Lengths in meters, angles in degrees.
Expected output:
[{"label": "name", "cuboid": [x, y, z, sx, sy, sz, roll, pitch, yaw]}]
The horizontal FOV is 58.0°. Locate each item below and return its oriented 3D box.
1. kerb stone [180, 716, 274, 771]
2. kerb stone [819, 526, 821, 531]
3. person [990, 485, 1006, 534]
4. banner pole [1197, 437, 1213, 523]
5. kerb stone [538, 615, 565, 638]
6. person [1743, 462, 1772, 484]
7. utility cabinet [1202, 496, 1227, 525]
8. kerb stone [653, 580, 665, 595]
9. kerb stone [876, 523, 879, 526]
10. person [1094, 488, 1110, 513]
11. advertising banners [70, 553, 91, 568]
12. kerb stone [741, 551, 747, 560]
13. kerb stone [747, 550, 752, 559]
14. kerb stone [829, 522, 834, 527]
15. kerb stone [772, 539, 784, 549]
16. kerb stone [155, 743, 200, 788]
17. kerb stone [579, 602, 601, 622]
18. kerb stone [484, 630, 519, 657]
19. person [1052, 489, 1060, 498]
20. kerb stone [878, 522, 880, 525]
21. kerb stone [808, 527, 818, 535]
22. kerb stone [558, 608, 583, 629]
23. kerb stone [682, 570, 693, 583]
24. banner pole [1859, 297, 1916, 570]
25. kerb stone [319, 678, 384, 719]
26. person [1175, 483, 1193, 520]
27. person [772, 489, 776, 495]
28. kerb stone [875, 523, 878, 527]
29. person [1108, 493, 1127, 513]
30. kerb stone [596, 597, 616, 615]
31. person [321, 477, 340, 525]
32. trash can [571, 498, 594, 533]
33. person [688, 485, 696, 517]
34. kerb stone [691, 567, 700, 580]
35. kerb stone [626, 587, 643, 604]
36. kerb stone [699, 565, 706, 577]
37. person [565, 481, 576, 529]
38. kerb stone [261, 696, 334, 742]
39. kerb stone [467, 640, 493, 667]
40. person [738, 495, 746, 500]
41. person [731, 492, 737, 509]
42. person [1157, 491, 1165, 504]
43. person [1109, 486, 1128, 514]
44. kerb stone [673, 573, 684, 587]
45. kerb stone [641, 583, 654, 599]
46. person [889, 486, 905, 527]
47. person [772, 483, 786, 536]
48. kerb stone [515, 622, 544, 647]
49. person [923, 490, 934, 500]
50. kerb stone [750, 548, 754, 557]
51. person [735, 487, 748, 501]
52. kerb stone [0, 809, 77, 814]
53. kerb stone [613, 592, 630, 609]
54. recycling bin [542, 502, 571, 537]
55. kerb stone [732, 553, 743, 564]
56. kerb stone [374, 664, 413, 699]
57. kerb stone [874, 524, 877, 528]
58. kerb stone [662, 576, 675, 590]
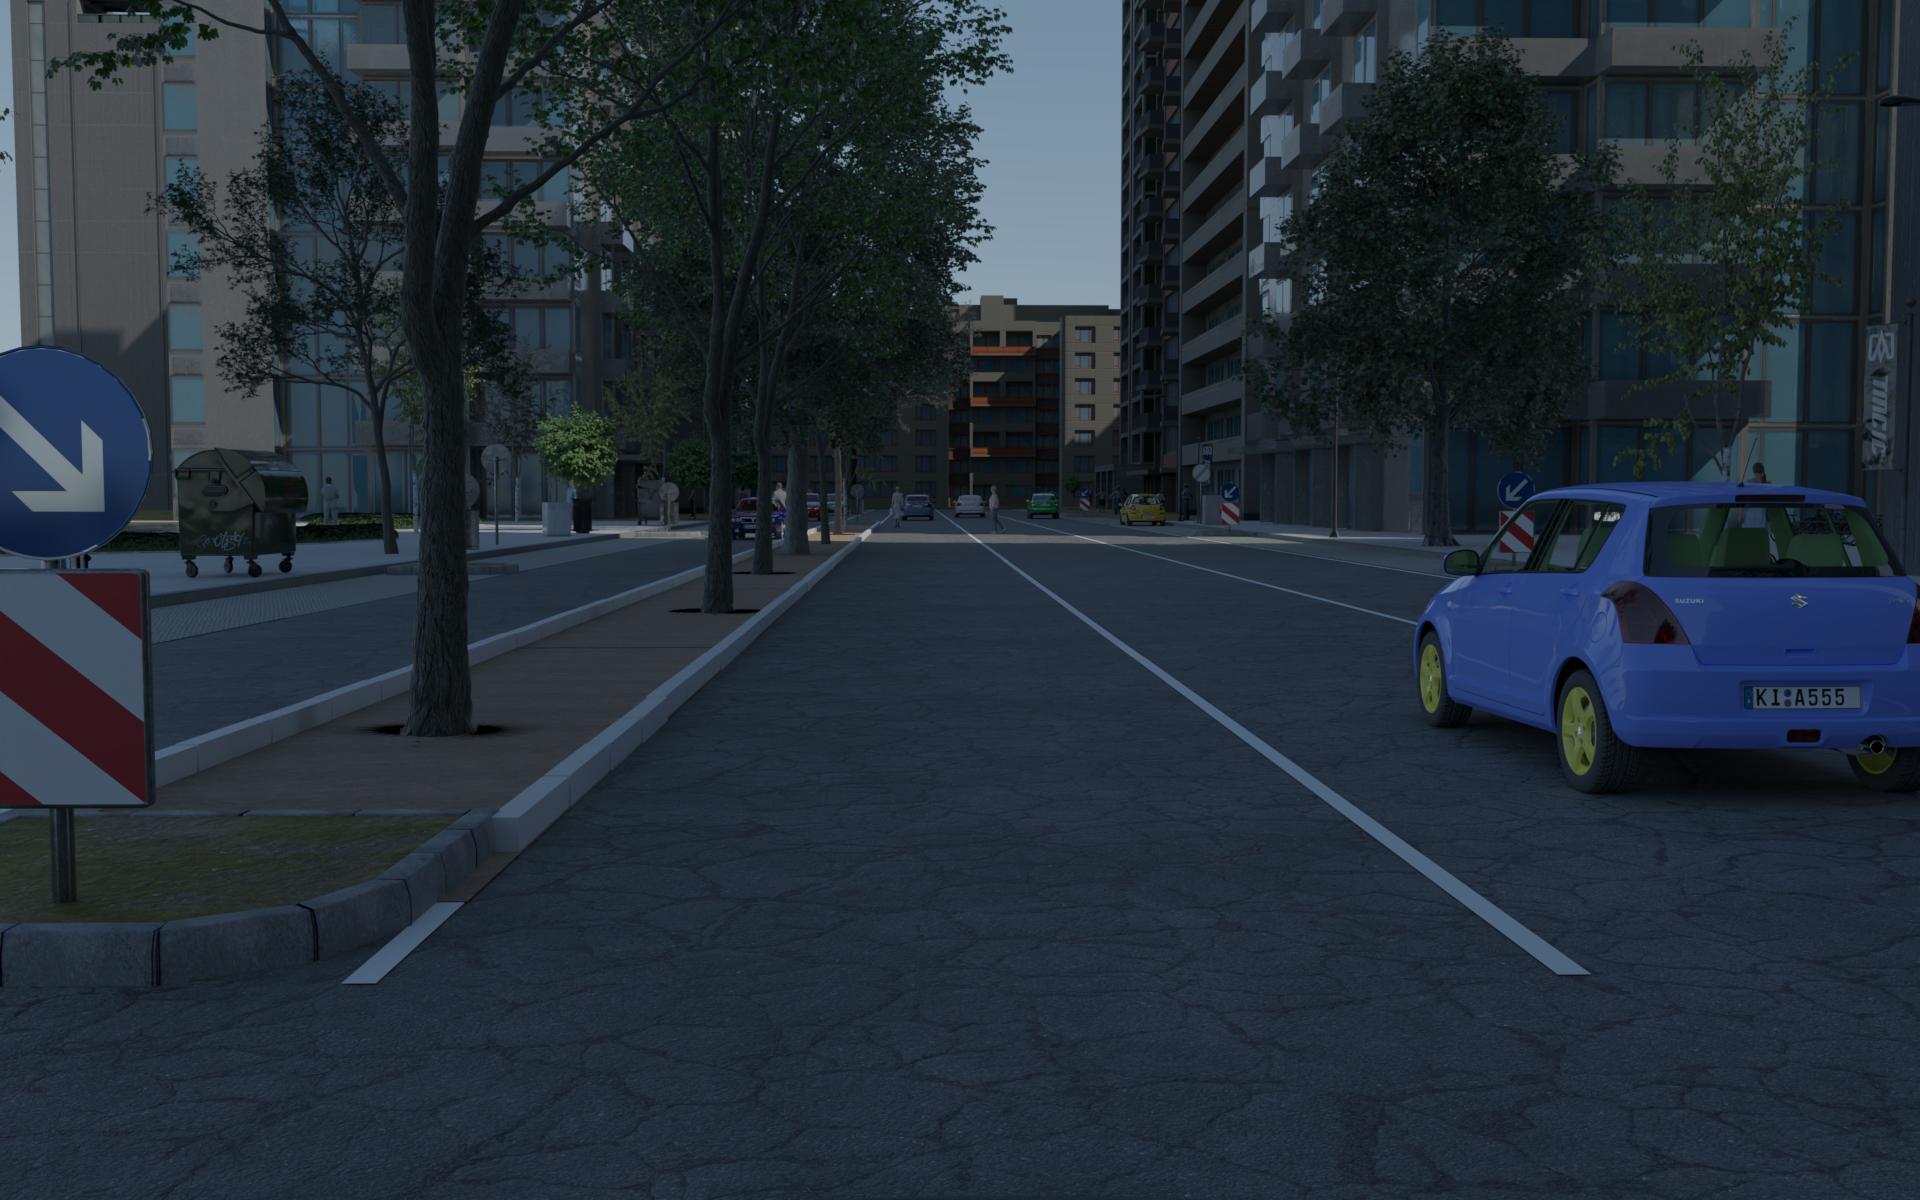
[{"label": "kerb stone", "cuboid": [-3.977, 0.784, 9.380, 0.120, 0.150, 1.000, 0, 4, -2]}, {"label": "kerb stone", "cuboid": [-5.476, -2.660, 65.784, 0.120, 0.150, 1.000, 0, 4, -2]}, {"label": "person", "cuboid": [1.352, -3.213, 61.704, 0.598, 1.740, 0.731, 0, 4, 1]}, {"label": "banner pole", "cuboid": [10.669, -5.248, 75.823, 0.863, 3.779, 0.401, 1, 4, 19]}, {"label": "kerb stone", "cuboid": [-4.191, 0.284, 17.560, 0.120, 0.150, 1.000, 0, 4, -2]}, {"label": "person", "cuboid": [13.360, -1.397, 28.978, 0.616, 1.811, 0.778, 2, 4, 30]}, {"label": "utility cabinet", "cuboid": [10.532, -3.695, 71.577, 1.020, 1.237, 0.306, -1, 4, -21]}, {"label": "kerb stone", "cuboid": [-4.383, -0.157, 24.766, 0.120, 0.150, 1.000, 0, 4, -2]}, {"label": "kerb stone", "cuboid": [-3.509, -2.982, 70.947, 0.120, 0.150, 1.000, 0, 4, -2]}, {"label": "person", "cuboid": [9.887, -6.955, 120.539, 1.217, 1.735, 0.721, 0, 4, -5]}, {"label": "advertising banners", "cuboid": [-11.330, -1.587, 22.133, 0.090, 3.025, 2.074, -2, 4, -34]}, {"label": "kerb stone", "cuboid": [-4.715, -0.911, 37.089, 0.120, 0.150, 1.000, 0, 4, -2]}, {"label": "kerb stone", "cuboid": [-4.740, -0.974, 38.112, 0.120, 0.150, 1.000, 0, 4, -2]}, {"label": "kerb stone", "cuboid": [-5.831, -3.481, 79.104, 0.120, 0.150, 1.000, 0, 4, -2]}, {"label": "kerb stone", "cuboid": [-4.975, -1.532, 47.344, 0.120, 0.150, 1.000, 0, 4, -2]}, {"label": "kerb stone", "cuboid": [-3.948, 0.849, 8.355, 0.120, 0.150, 1.000, 0, 4, -2]}, {"label": "kerb stone", "cuboid": [-4.247, 0.158, 19.617, 0.120, 0.150, 1.000, 0, 4, -2]}, {"label": "kerb stone", "cuboid": [-4.147, 0.409, 15.514, 0.120, 0.150, 1.000, 0, 4, -2]}, {"label": "person", "cuboid": [8.353, -9.087, 155.321, 1.217, 1.736, 0.721, -1, 4, -10]}, {"label": "kerb stone", "cuboid": [-3.564, -3.107, 73.000, 0.120, 0.150, 1.000, 0, 4, -2]}, {"label": "kerb stone", "cuboid": [-5.419, -2.540, 63.740, 0.120, 0.150, 1.000, 0, 4, -2]}, {"label": "kerb stone", "cuboid": [-4.227, 0.221, 18.585, 0.120, 0.150, 1.000, 0, 4, -2]}, {"label": "kerb stone", "cuboid": [-4.466, -0.346, 27.850, 0.120, 0.150, 1.000, 0, 4, -2]}, {"label": "banner pole", "cuboid": [11.981, -1.976, 22.323, 0.401, 3.779, 0.863, -2, 4, -25]}, {"label": "kerb stone", "cuboid": [-4.034, 0.659, 11.425, 0.120, 0.150, 1.000, 0, 4, -2]}, {"label": "person", "cuboid": [11.062, -4.818, 84.904, 0.705, 1.814, 1.350, 3, 5, 45]}, {"label": "person", "cuboid": [-15.960, -8.729, 149.321, 0.990, 1.755, 0.434, -1, 4, -20]}, {"label": "kerb stone", "cuboid": [-3.485, -2.919, 69.924, 0.120, 0.150, 1.000, 0, 4, -2]}, {"label": "person", "cuboid": [10.816, -6.910, 119.027, 1.348, 1.822, 0.705, 0, 4, -6]}, {"label": "kerb stone", "cuboid": [-4.284, 0.095, 20.644, 0.120, 0.150, 1.000, 0, 4, -2]}, {"label": "person", "cuboid": [-18.998, -2.818, 52.300, 0.511, 1.800, 0.466, -1, 4, -18]}, {"label": "trash can", "cuboid": [-12.332, -2.747, 56.572, 0.748, 1.137, 0.748, 0, 3, 0]}, {"label": "person", "cuboid": [-15.008, -5.577, 97.236, 0.705, 1.823, 1.348, 0, 4, 6]}, {"label": "kerb stone", "cuboid": [-4.498, -0.409, 28.877, 0.120, 0.150, 1.000, 0, 4, -2]}, {"label": "kerb stone", "cuboid": [-4.330, -0.031, 22.708, 0.120, 0.150, 1.000, 0, 4, -2]}, {"label": "kerb stone", "cuboid": [-4.522, -0.472, 29.909, 0.120, 0.150, 1.000, 0, 4, -2]}, {"label": "person", "cuboid": [-14.290, -3.554, 64.017, 0.748, 1.841, 0.638, -2, 4, -26]}, {"label": "kerb stone", "cuboid": [-4.004, 0.724, 10.402, 0.120, 0.150, 1.000, 0, 4, -2]}, {"label": "kerb stone", "cuboid": [-4.112, 0.471, 14.492, 0.120, 0.150, 1.000, 0, 4, -2]}, {"label": "person", "cuboid": [-15.719, -7.150, 126.165, 0.991, 1.433, 0.599, 0, 4, 8]}, {"label": "person", "cuboid": [-15.485, -6.694, 116.209, 1.217, 1.735, 0.721, -1, 4, -14]}, {"label": "person", "cuboid": [11.440, -5.514, 99.385, 0.628, 1.438, 0.799, -1, 4, -9]}, {"label": "person", "cuboid": [9.965, -6.284, 108.867, 1.350, 1.814, 0.705, -1, 4, -20]}, {"label": "kerb stone", "cuboid": [-4.440, -0.280, 26.828, 0.120, 0.150, 1.000, 0, 4, -2]}, {"label": "kerb stone", "cuboid": [-4.358, -0.094, 23.732, 0.120, 0.150, 1.000, 0, 4, -2]}, {"label": "person", "cuboid": [-2.760, -4.082, 75.594, 0.694, 1.780, 0.624, 1, 4, 17]}, {"label": "person", "cuboid": [-6.056, -3.034, 58.204, 0.694, 1.812, 0.767, -2, 4, -34]}, {"label": "kerb stone", "cuboid": [-4.166, 0.350, 16.536, 0.120, 0.150, 1.000, 0, 4, -2]}, {"label": "person", "cuboid": [-2.925, -8.701, 150.742, 1.348, 1.826, 0.705, -2, 4, -23]}, {"label": "kerb stone", "cuboid": [-4.765, -1.034, 39.141, 0.120, 0.150, 1.000, 0, 4, -2]}, {"label": "person", "cuboid": [-14.175, -6.465, 112.448, 0.721, 1.736, 1.217, 2, 4, 35]}, {"label": "kerb stone", "cuboid": [-3.924, 0.909, 7.329, 0.120, 0.150, 1.000, 0, 4, -2]}, {"label": "kerb stone", "cuboid": [-4.307, 0.039, 21.674, 0.120, 0.150, 1.000, 0, 4, -2]}, {"label": "recycling bin", "cuboid": [-12.258, -2.450, 52.604, 0.722, 1.027, 0.722, -2, 4, -26]}, {"label": "kerb stone", "cuboid": [-4.692, -0.848, 36.067, 0.120, 0.150, 1.000, 0, 4, -2]}, {"label": "kerb stone", "cuboid": [-4.059, 0.601, 12.447, 0.120, 0.150, 1.000, 0, 4, -2]}, {"label": "kerb stone", "cuboid": [-3.434, -2.794, 67.872, 0.120, 0.150, 1.000, 0, 4, -2]}, {"label": "kerb stone", "cuboid": [-4.415, -0.219, 25.796, 0.120, 0.150, 1.000, 0, 4, -2]}]
